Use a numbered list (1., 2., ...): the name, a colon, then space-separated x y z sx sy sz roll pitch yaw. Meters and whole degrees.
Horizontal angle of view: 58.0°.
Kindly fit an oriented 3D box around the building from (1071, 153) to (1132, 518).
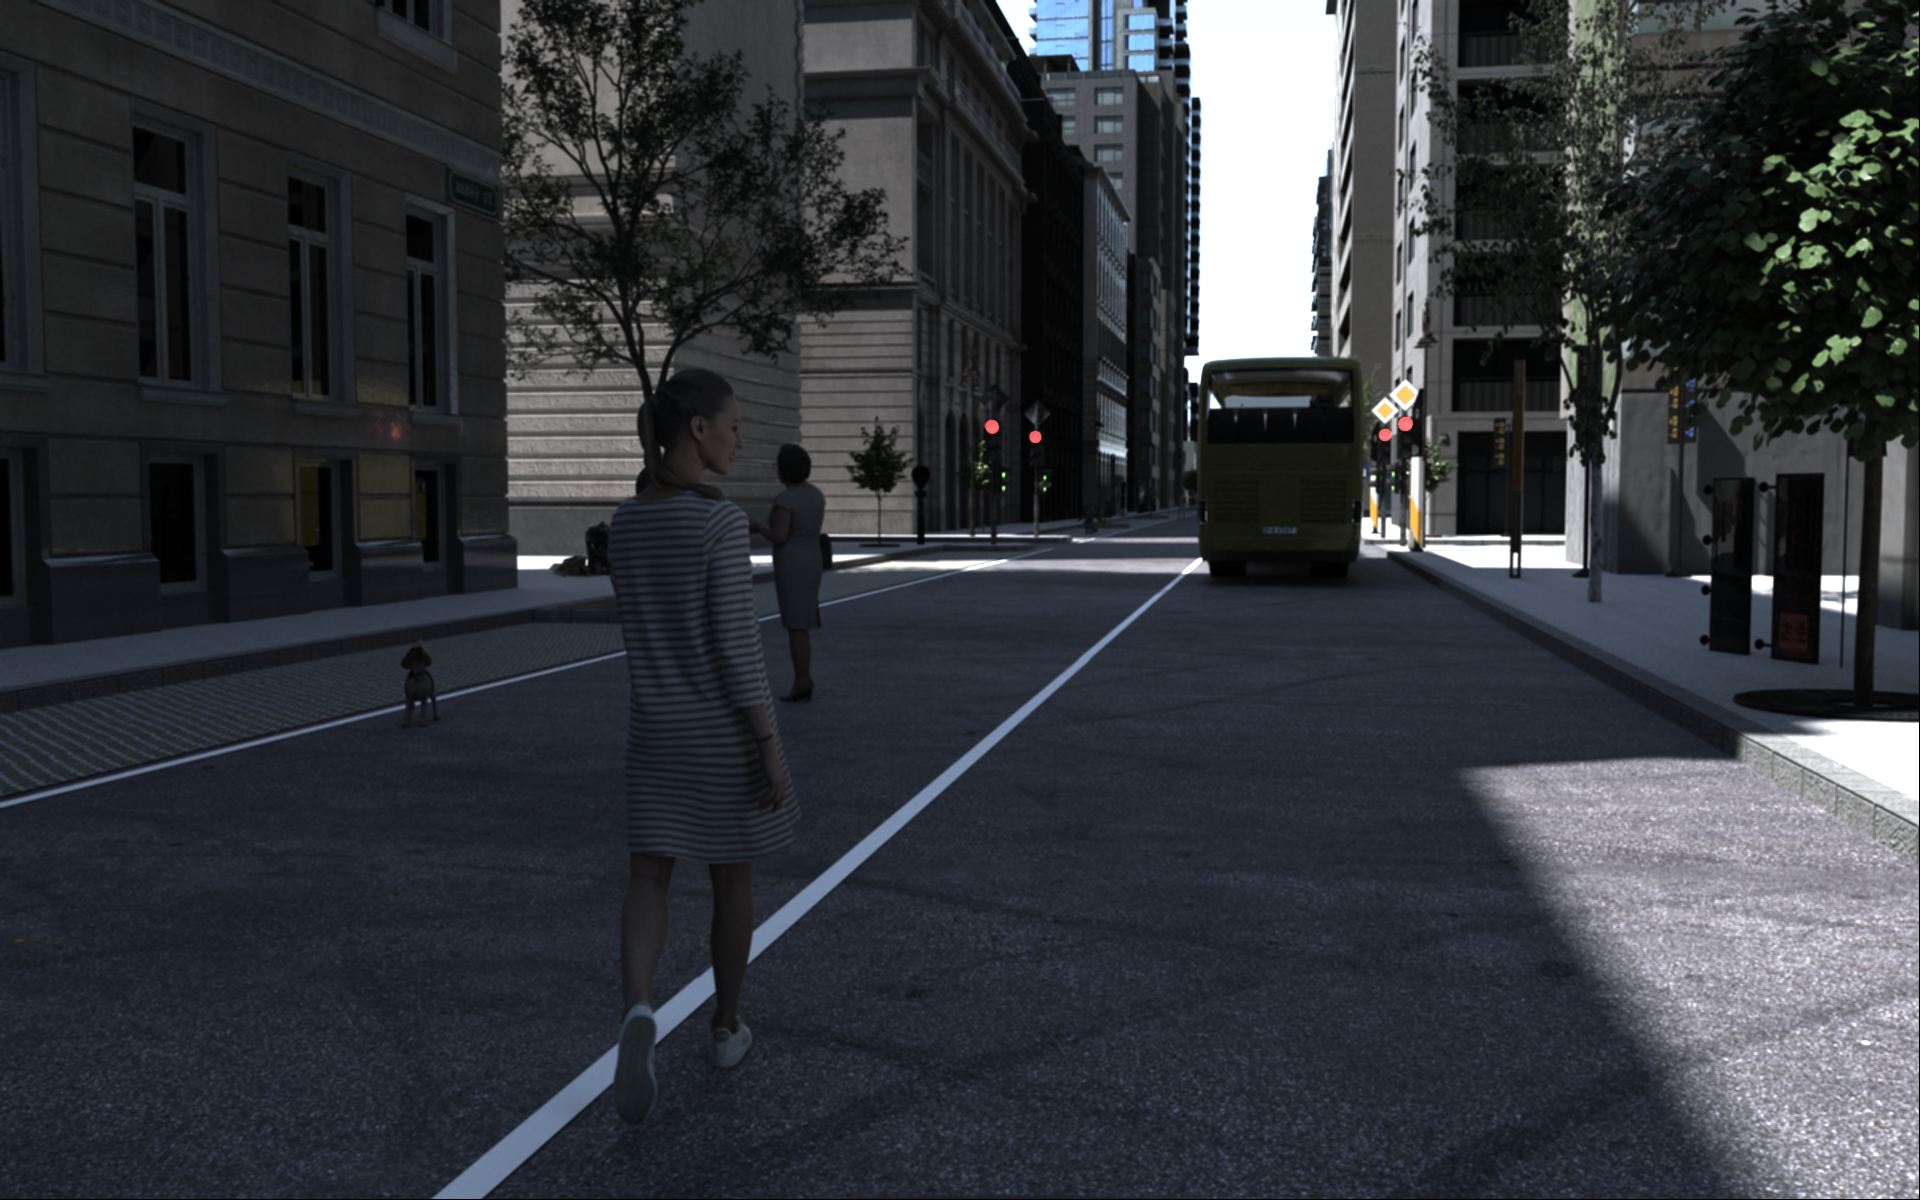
1. building: 4.374 -15.436 101.523 9.793 20.994 18.267 1 4 10

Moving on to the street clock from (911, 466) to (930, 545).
1. street clock: -0.995 -2.414 44.043 0.471 2.002 0.358 0 4 1

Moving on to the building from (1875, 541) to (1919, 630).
1. building: 17.199 -34.541 2.993 20.563 71.187 20.611 1 4 10

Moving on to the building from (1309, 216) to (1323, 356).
1. building: 64.692 -37.281 264.168 22.147 44.769 28.867 1 4 10

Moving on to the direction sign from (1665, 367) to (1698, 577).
1. direction sign: 11.131 -2.125 26.735 0.379 3.537 0.876 0 4 -3

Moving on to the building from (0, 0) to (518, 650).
1. building: -13.925 -13.978 14.442 13.634 28.700 20.117 1 4 10

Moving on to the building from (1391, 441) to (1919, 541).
1. building: 26.486 -38.002 59.584 20.611 71.187 20.563 1 4 10

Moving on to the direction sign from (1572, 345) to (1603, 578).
1. direction sign: 9.662 -2.120 26.656 0.379 3.537 0.876 3 5 43

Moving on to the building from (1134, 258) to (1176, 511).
1. building: 3.097 -18.255 143.501 27.650 21.520 28.899 1 4 10

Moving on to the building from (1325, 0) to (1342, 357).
1. building: 48.598 -34.947 160.615 28.713 52.752 27.495 1 4 10

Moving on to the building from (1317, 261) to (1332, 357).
1. building: 51.163 -27.046 213.905 14.160 30.474 14.107 1 4 10

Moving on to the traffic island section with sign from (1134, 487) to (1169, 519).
1. traffic island section with sign: 11.127 -5.619 100.500 1.989 1.847 2.006 1 4 10

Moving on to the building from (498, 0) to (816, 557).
1. building: -13.962 -12.965 40.852 19.941 23.489 11.050 1 4 10

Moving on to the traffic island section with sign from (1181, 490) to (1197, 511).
1. traffic island section with sign: 20.082 -8.614 149.458 1.989 1.847 2.006 1 4 10

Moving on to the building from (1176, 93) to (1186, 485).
1. building: 17.482 -33.109 191.434 14.600 45.320 14.200 1 4 10

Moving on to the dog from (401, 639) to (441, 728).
1. dog: -3.368 0.519 10.805 0.540 0.507 0.406 3 4 37

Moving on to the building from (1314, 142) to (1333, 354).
1. building: 59.400 -37.605 234.445 23.786 49.044 30.456 1 4 10

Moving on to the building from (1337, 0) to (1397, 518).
1. building: 33.547 -29.220 101.456 21.300 48.544 21.600 1 4 10

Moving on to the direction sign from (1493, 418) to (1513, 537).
1. direction sign: 16.384 -3.658 51.802 0.876 3.537 0.379 0 4 0

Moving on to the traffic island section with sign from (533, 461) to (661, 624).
1. traffic island section with sign: -3.590 -0.692 19.947 1.989 1.847 2.006 1 4 10

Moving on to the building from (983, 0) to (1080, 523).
1. building: -0.936 -15.623 85.118 12.332 23.373 15.834 1 4 10

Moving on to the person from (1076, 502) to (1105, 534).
1. person: 4.596 -2.933 61.955 1.012 1.151 0.738 2 4 24

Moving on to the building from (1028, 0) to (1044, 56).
1. building: 20.149 -55.799 224.976 22.319 86.520 31.000 1 4 10

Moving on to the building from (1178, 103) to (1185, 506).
1. building: 15.473 -30.193 177.256 14.154 41.232 14.086 1 4 10

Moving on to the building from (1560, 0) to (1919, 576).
1. building: 18.633 -21.302 31.887 14.154 41.232 14.086 1 4 10

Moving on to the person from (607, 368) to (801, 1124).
1. person: -0.635 0.312 4.156 0.466 1.731 0.760 0 4 2

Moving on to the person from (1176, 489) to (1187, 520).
1. person: 12.281 -5.265 95.594 0.522 1.701 0.512 3 5 44

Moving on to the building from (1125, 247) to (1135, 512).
1. building: 5.175 -17.684 118.813 12.332 23.373 15.834 1 4 10

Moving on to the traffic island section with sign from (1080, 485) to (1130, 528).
1. traffic island section with sign: 6.182 -3.962 73.407 1.989 1.847 2.006 1 4 10

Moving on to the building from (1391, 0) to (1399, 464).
1. building: 26.860 -26.078 76.494 14.600 45.320 14.200 1 4 10

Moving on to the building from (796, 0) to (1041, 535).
1. building: -5.154 -13.694 65.695 13.314 21.916 24.055 1 4 10

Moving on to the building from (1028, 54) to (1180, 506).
1. building: 12.840 -29.349 163.444 14.154 41.232 14.086 1 4 10
